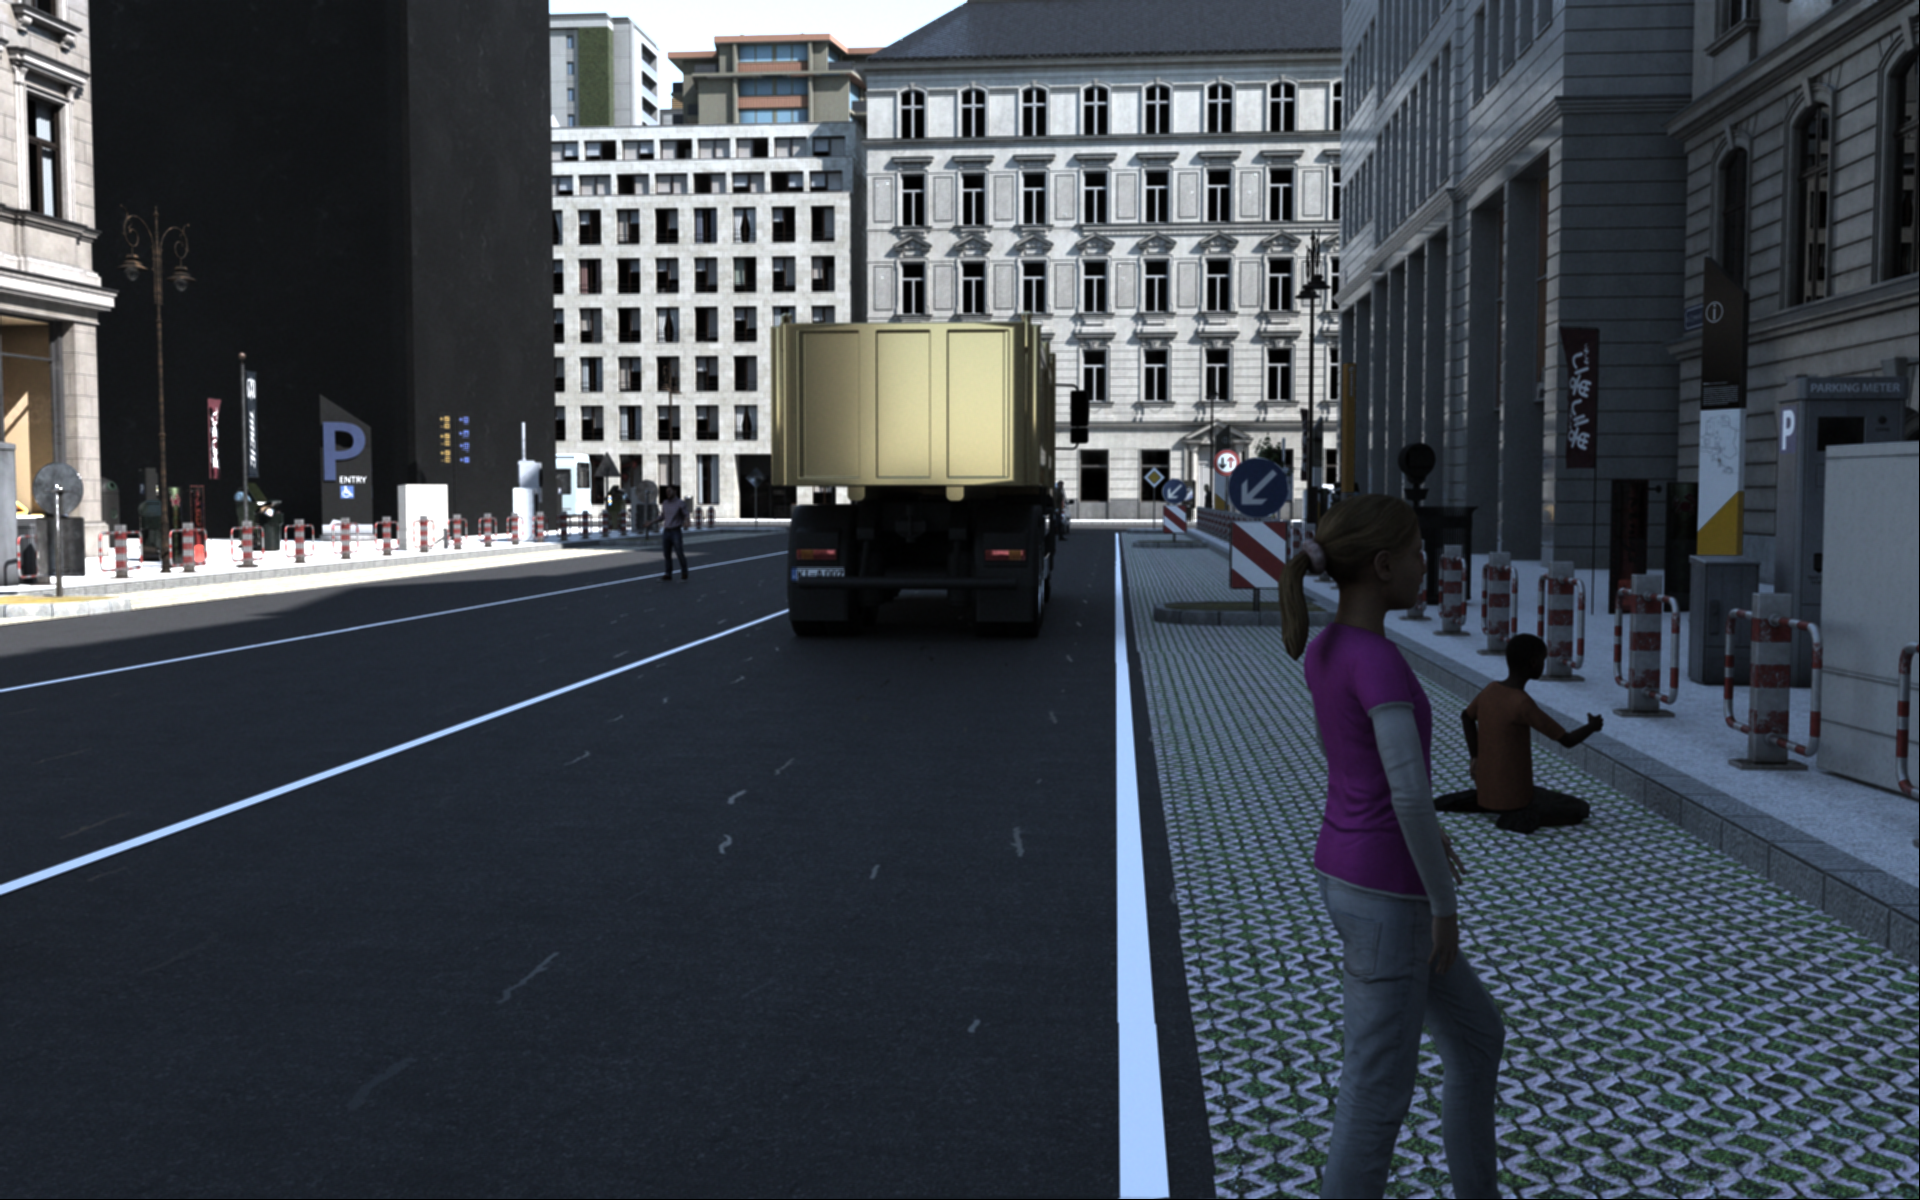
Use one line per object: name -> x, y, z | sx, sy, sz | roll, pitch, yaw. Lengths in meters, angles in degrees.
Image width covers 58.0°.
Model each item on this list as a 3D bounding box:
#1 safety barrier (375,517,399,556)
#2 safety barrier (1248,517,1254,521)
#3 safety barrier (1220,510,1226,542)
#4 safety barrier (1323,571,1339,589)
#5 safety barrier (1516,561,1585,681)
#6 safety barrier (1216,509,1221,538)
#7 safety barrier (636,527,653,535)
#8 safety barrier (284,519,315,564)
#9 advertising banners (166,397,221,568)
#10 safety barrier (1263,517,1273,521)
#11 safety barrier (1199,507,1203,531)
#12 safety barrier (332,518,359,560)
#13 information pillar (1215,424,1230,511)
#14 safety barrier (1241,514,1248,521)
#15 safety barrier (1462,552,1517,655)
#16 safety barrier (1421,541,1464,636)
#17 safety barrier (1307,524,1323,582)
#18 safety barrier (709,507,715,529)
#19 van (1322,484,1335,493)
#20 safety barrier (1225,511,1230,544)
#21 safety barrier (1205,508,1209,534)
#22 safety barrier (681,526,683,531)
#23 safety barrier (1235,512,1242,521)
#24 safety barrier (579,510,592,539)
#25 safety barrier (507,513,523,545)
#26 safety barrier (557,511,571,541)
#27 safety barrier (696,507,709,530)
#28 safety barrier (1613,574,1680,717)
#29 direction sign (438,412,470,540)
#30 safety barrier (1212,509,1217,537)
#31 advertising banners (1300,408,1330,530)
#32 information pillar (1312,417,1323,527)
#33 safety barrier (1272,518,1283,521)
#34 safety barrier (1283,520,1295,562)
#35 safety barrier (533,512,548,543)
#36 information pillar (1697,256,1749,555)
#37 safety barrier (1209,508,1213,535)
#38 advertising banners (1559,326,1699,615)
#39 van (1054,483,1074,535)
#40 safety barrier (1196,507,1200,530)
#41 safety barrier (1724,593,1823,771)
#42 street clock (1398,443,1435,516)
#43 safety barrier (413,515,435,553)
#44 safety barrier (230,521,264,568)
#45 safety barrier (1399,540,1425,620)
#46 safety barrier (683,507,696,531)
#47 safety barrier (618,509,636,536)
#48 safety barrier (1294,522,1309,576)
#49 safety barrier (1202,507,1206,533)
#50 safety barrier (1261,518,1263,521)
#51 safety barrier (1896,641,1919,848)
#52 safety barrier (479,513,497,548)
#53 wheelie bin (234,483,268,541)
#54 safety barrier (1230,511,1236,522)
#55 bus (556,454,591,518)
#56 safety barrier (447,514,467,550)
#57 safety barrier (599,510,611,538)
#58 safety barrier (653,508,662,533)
safety barrier -> -11.840, -1.315, 35.782 | 0.300, 0.817, 1.120 | 0, 4, 5
safety barrier -> 6.362, -1.375, 36.760 | 0.300, 0.817, 1.120 | 0, 4, 5
safety barrier -> 7.222, -1.961, 46.339 | 0.300, 0.817, 1.120 | 0, 4, 5
safety barrier -> 5.166, -0.558, 23.396 | 0.300, 0.817, 1.120 | 0, 4, 5
safety barrier -> 4.133, 0.144, 11.925 | 0.300, 0.817, 1.120 | 0, 4, 5
safety barrier -> 7.391, -2.078, 48.257 | 0.300, 0.817, 1.120 | 0, 4, 5
safety barrier -> -10.118, -2.485, 54.910 | 0.300, 0.817, 1.120 | 0, 4, 5
safety barrier -> -12.180, -1.081, 31.946 | 0.300, 0.817, 1.120 | 0, 4, 5
advertising banners -> -13.595, -2.115, 30.773 | 0.090, 3.025, 2.074 | 0, 4, 4
safety barrier -> 6.018, -1.142, 32.942 | 0.300, 0.817, 1.120 | 0, 4, 5
safety barrier -> 8.253, -2.663, 57.821 | 0.300, 0.817, 1.120 | 0, 4, 5
safety barrier -> -12.013, -1.198, 33.865 | 0.300, 0.817, 1.120 | 0, 4, 5
information pillar -> 8.739, -4.052, 57.598 | 0.504, 3.616, 0.183 | 0, 4, 6
safety barrier -> 6.535, -1.493, 38.689 | 0.300, 0.817, 1.120 | 0, 4, 5
safety barrier -> 4.306, 0.027, 13.834 | 0.300, 0.817, 1.120 | 0, 4, 5
safety barrier -> 4.475, -0.090, 15.743 | 0.300, 0.817, 1.120 | 0, 4, 5
safety barrier -> 5.333, -0.675, 25.306 | 0.300, 0.817, 1.120 | 0, 4, 5
safety barrier -> -9.264, -3.070, 64.463 | 0.300, 0.817, 1.120 | 0, 4, 5
van -> 16.767, -4.057, 73.351 | 4.112, 2.044, 2.013 | 0, 4, 5
safety barrier -> 7.051, -1.844, 44.430 | 0.300, 0.817, 1.120 | 0, 4, 5
safety barrier -> 7.909, -2.429, 53.994 | 0.300, 0.817, 1.120 | 0, 4, 5
safety barrier -> -9.777, -2.719, 58.735 | 0.300, 0.817, 1.120 | 0, 4, 5
safety barrier -> 6.710, -1.610, 40.601 | 0.300, 0.817, 1.120 | 0, 4, 5
safety barrier -> -10.634, -2.134, 49.169 | 0.300, 0.817, 1.120 | 0, 4, 5
safety barrier -> -11.155, -1.783, 43.431 | 0.300, 0.817, 1.120 | 0, 4, 5
safety barrier -> -10.809, -2.017, 47.257 | 0.300, 0.817, 1.120 | 0, 4, 5
safety barrier -> -9.435, -2.953, 62.554 | 0.300, 0.817, 1.120 | 0, 4, 5
safety barrier -> 3.961, 0.261, 10.012 | 0.300, 0.817, 1.120 | 0, 4, 5
direction sign -> -13.999, -3.426, 48.016 | 0.876, 3.537, 0.379 | -3, 4, -36
safety barrier -> 7.565, -2.195, 50.168 | 0.300, 0.817, 1.120 | 0, 4, 5
advertising banners -> 7.414, -2.450, 36.247 | 0.090, 3.025, 2.074 | 2, 4, 28
information pillar -> 10.877, -3.755, 52.748 | 0.504, 3.616, 0.183 | -3, 5, -44
safety barrier -> 5.846, -1.025, 31.033 | 0.300, 0.817, 1.120 | 0, 4, 5
safety barrier -> 5.676, -0.908, 29.124 | 0.300, 0.817, 1.120 | 0, 4, 5
safety barrier -> -10.983, -1.900, 45.340 | 0.300, 0.817, 1.120 | 0, 4, 5
information pillar -> 7.449, -1.566, 16.951 | 0.183, 3.616, 0.504 | -2, 4, -26
safety barrier -> 7.739, -2.313, 52.085 | 0.300, 0.817, 1.120 | 0, 4, 5
advertising banners -> 7.202, -1.367, 18.541 | 2.074, 3.025, 0.090 | -1, 4, -23
van -> 3.106, -3.413, 62.808 | 2.013, 2.044, 4.112 | 0, 4, 6
safety barrier -> 8.421, -2.780, 59.733 | 0.300, 0.817, 1.120 | 0, 4, 5
safety barrier -> 3.789, 0.378, 8.103 | 0.300, 0.817, 1.120 | 0, 4, 5
street clock -> 6.513, -1.234, 24.747 | 0.471, 2.002, 0.358 | -1, 4, -11
safety barrier -> -11.666, -1.432, 37.693 | 0.300, 0.817, 1.120 | 0, 4, 5
safety barrier -> -12.351, -0.963, 30.028 | 0.300, 0.817, 1.120 | 0, 4, 5
safety barrier -> 4.645, -0.207, 17.652 | 0.300, 0.817, 1.120 | 0, 4, 5
safety barrier -> -9.606, -2.836, 60.644 | 0.300, 0.817, 1.120 | 0, 4, 5
safety barrier -> -10.292, -2.369, 53.002 | 0.300, 0.817, 1.120 | 0, 4, 5
safety barrier -> 5.504, -0.791, 27.215 | 0.300, 0.817, 1.120 | 0, 4, 5
safety barrier -> 8.083, -2.546, 55.905 | 0.300, 0.817, 1.120 | 0, 4, 5
safety barrier -> 6.193, -1.258, 34.851 | 0.300, 0.817, 1.120 | 0, 4, 5
safety barrier -> 3.617, 0.494, 6.194 | 0.300, 0.817, 1.120 | 0, 4, 5
safety barrier -> -11.319, -1.666, 41.521 | 0.300, 0.817, 1.120 | 0, 4, 5
wheelie bin -> -19.531, -2.431, 47.662 | 0.693, 1.594, 0.980 | 0, 4, 5
safety barrier -> 6.875, -1.728, 42.520 | 0.300, 0.817, 1.120 | 0, 4, 5
bus -> -24.106, -5.265, 80.951 | 13.247, 3.499, 2.948 | 0, 4, 4
safety barrier -> -11.494, -1.550, 39.610 | 0.300, 0.817, 1.120 | 0, 4, 5
safety barrier -> -10.465, -2.251, 51.079 | 0.300, 0.817, 1.120 | 0, 4, 5
safety barrier -> -9.948, -2.602, 56.825 | 0.300, 0.817, 1.120 | 0, 4, 5
